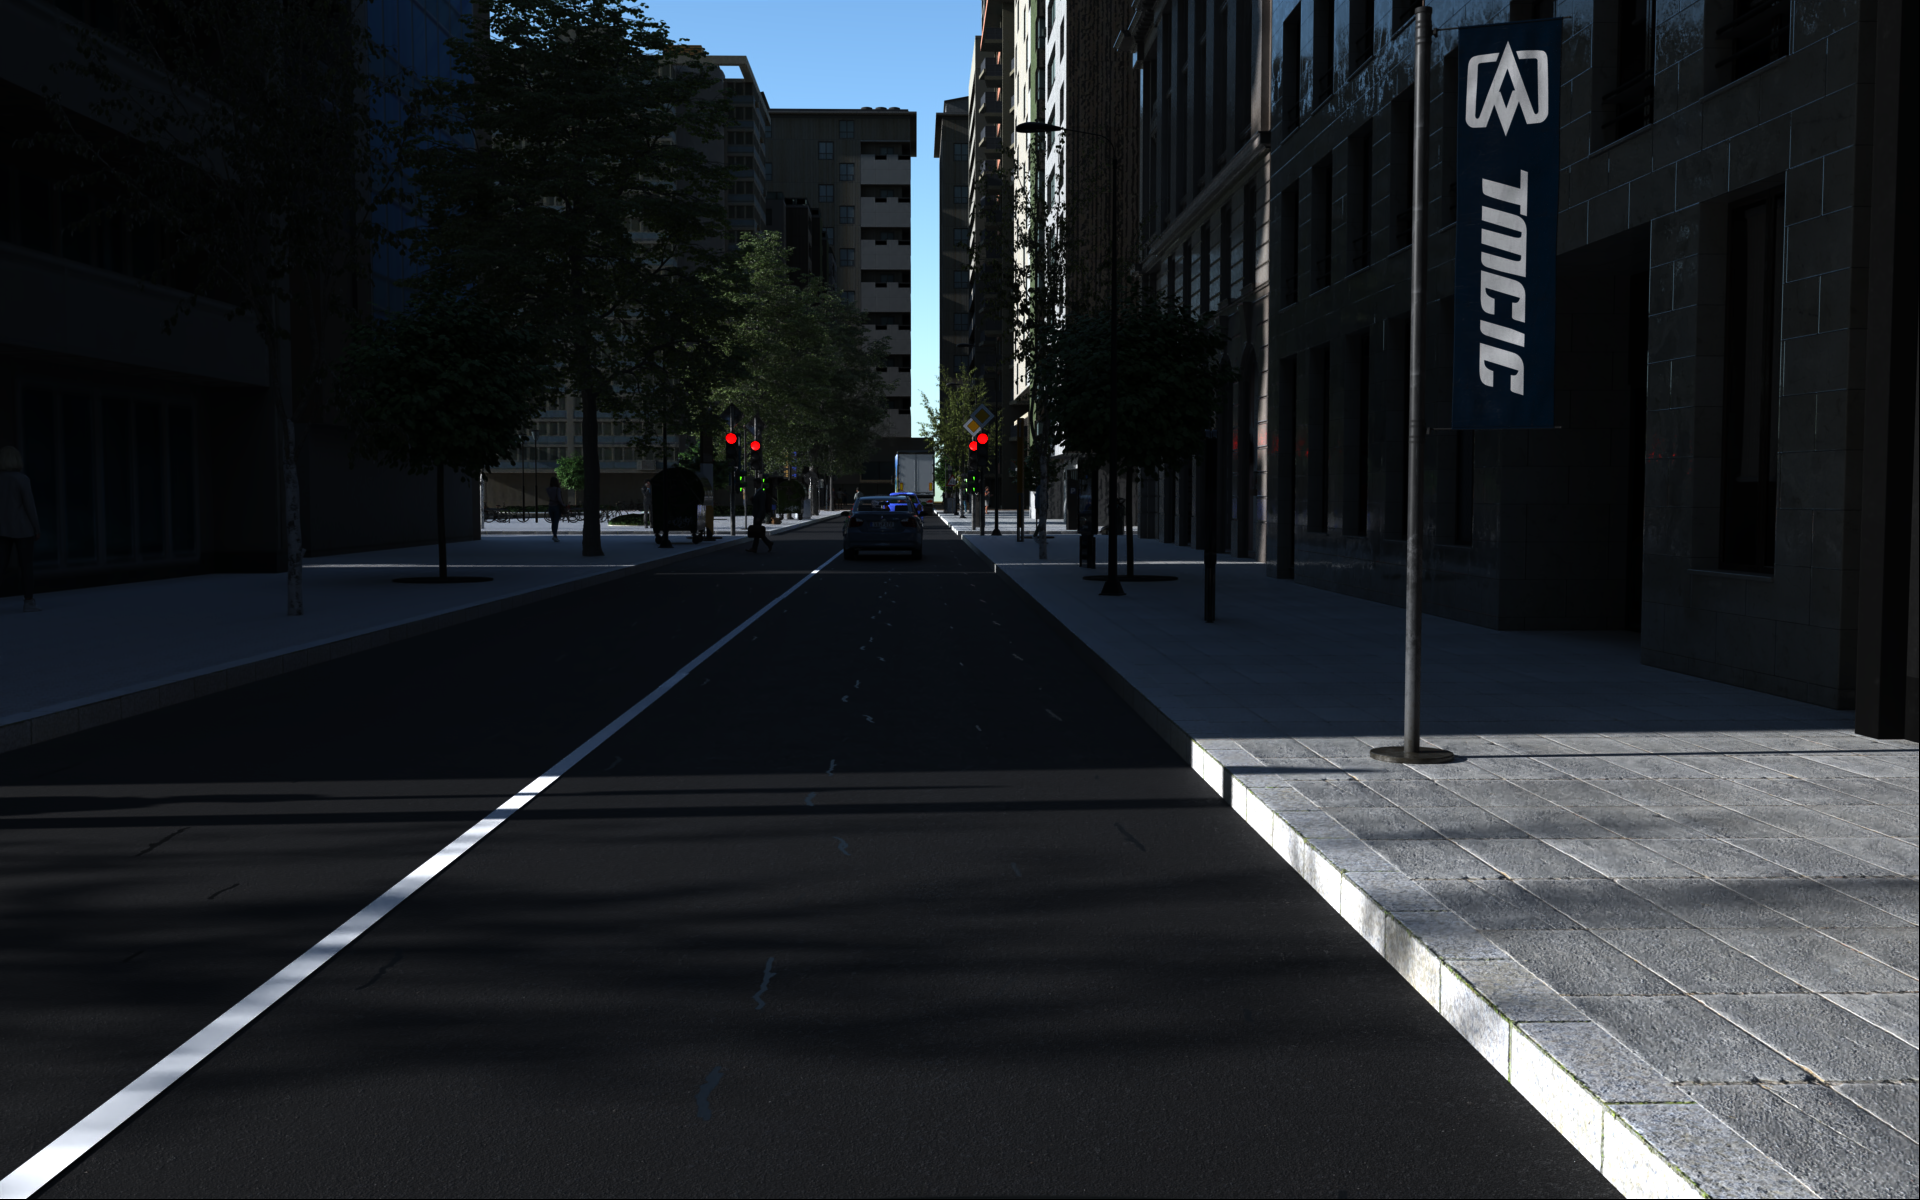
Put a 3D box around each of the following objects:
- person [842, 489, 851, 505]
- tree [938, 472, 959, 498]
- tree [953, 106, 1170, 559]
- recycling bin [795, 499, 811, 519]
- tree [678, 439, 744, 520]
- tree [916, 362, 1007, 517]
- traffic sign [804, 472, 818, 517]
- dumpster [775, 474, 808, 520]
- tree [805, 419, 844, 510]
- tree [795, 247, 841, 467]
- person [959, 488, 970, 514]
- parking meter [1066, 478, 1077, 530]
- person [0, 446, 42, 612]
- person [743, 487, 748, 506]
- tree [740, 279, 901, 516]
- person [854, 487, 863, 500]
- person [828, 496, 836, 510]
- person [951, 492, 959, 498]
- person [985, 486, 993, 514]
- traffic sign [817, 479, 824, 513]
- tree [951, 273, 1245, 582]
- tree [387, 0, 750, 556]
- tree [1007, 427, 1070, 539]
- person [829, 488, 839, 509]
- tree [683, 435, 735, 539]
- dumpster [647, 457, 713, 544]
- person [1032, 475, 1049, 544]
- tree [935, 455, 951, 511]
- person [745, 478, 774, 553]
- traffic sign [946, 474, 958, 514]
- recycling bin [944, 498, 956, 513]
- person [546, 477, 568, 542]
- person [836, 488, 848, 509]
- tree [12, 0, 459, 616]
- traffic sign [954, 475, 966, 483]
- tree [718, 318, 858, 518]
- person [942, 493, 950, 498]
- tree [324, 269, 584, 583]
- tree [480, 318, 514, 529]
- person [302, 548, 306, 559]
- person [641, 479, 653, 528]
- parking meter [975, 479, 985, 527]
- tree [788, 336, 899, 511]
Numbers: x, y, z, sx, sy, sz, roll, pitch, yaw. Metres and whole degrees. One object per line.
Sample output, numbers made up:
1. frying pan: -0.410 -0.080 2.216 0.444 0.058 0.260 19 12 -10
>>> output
1. person: -13.012 -11.641 196.455 1.350 1.814 0.705 1 4 20
2. tree: -0.712 -8.177 128.290 1.663 3.219 1.824 0 3 0
3. tree: 1.860 -5.117 34.022 4.360 8.622 3.978 0 3 0
4. recycling bin: -8.122 -4.710 89.561 0.722 1.027 0.722 -1 4 -13
5. tree: -12.275 -6.280 86.393 4.285 4.588 4.351 0 3 0
6. tree: -0.174 -8.894 95.771 4.737 8.622 4.395 0 3 0
7. traffic sign: -8.422 -5.983 97.927 0.768 2.556 0.104 0 4 2
8. dumpster: -8.352 -5.087 85.666 1.502 2.255 1.985 0 4 -1
9. tree: -10.884 -11.651 140.851 4.360 8.622 3.978 0 3 0
10. tree: -8.801 -9.573 74.645 7.486 12.596 7.792 0 3 0
11. person: 0.289 -6.435 111.244 0.713 1.824 0.794 1 4 11
12. parking meter: 4.013 -3.436 61.891 0.399 1.863 0.255 -1 4 -12
13. person: -10.301 -0.761 18.666 0.709 1.800 0.728 0 4 6
14. person: -15.347 -7.207 123.795 0.656 1.842 0.836 3 5 43
15. tree: -8.694 -12.043 103.552 9.857 13.997 8.962 0 3 0
16. person: -5.595 -5.311 95.508 0.511 1.800 0.466 -3 5 -40
17. person: -10.591 -8.131 142.208 0.991 1.433 0.599 -2 4 -32
18. person: -0.431 -8.002 137.070 0.606 1.804 0.583 -1 4 -18
19. person: 1.768 -6.364 110.455 0.532 1.782 0.716 2 4 27
20. traffic sign: -9.603 -7.096 118.144 0.606 2.300 0.079 0 4 0
21. tree: 2.639 -2.585 25.984 4.285 4.588 4.351 0 3 0
22. tree: -8.074 -7.186 35.618 7.486 12.596 7.792 0 3 0
23. tree: 2.192 -3.414 50.416 1.663 3.219 1.824 0 3 0
24. person: -10.461 -8.381 143.617 0.990 1.755 0.434 -2 4 -32
25. tree: -7.203 -3.362 49.576 1.663 3.219 1.824 0 3 0
26. dumpster: -7.288 -2.604 45.061 1.502 2.255 1.985 0 4 -2
27. person: 2.090 -2.338 44.618 0.444 1.785 0.601 2 4 35
28. tree: -0.537 -9.059 131.828 4.285 4.588 4.351 0 3 0
29. person: -4.878 -2.070 42.306 0.822 1.834 0.622 -2 4 -29
30. traffic sign: -0.488 -6.932 113.339 0.884 2.594 0.081 0 4 1
31. recycling bin: -0.629 -6.319 115.867 0.722 1.027 0.722 -1 4 -19
32. person: -10.835 -2.428 46.338 0.593 1.750 0.643 1 4 22
33. person: -10.249 -8.684 148.026 1.348 1.824 0.705 0 4 8
34. tree: -7.080 -4.128 17.853 4.360 8.622 3.978 0 3 0
35. traffic sign: 0.045 -6.712 109.470 0.795 2.593 0.064 0 4 -1
36. tree: -9.294 -9.682 92.720 8.767 10.594 7.601 1 4 9
37. person: -1.615 -11.230 190.370 1.217 1.736 0.721 2 4 32
38. tree: -7.558 -2.555 25.480 4.285 4.588 4.351 0 3 0
39. tree: -17.952 -6.953 64.047 4.737 8.622 4.395 0 3 0
40. person: -12.528 -1.605 32.124 0.795 1.843 0.661 0 4 -8
41. person: -11.662 -3.628 65.173 0.447 1.846 0.655 3 4 37
42. parking meter: 0.760 -3.747 66.980 0.255 1.863 0.399 3 5 42
43. tree: -9.778 -13.453 130.331 12.009 13.543 11.850 0 3 0
